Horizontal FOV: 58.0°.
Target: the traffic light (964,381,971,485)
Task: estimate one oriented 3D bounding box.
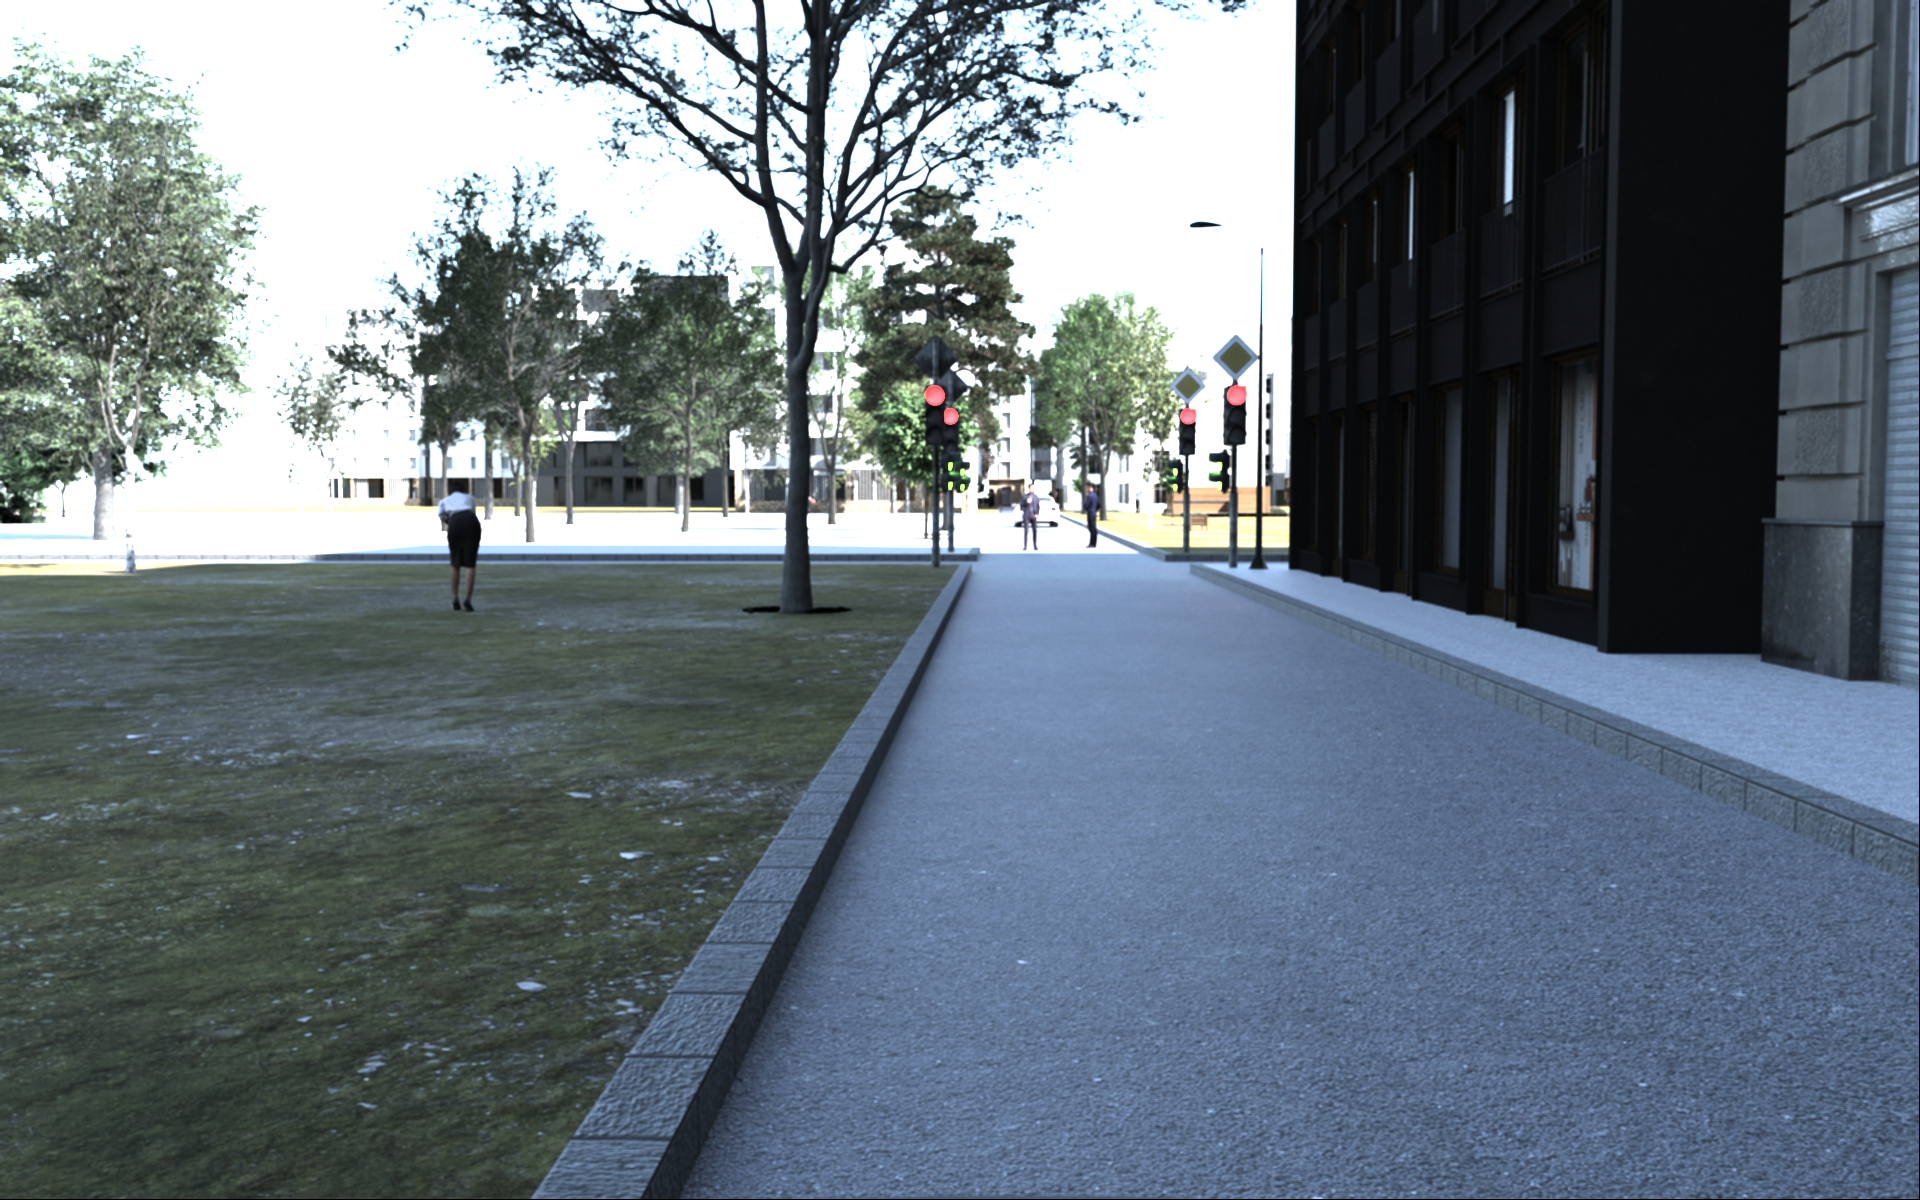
[{"bbox_3d":[-0.183,-2.998,38.257,0.839,4.213,0.868,0,4,2],"label":"traffic light"}]

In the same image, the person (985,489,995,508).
[{"bbox_3d":[2.802,-9.589,163.525,1.217,1.736,0.721,2,4,29],"label":"person"}]

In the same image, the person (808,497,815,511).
[{"bbox_3d":[-4.141,-2.442,46.417,0.568,1.767,0.683,-2,4,-33],"label":"person"}]

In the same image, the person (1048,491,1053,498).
[{"bbox_3d":[9.402,-10.575,180.413,0.415,1.643,0.593,2,4,34],"label":"person"}]

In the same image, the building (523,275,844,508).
[{"bbox_3d":[-25.816,-20.286,175.655,32.646,21.610,27.936,0,4,2],"label":"building"}]

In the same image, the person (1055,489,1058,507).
[{"bbox_3d":[8.215,-8.649,148.159,0.721,1.736,1.217,0,4,7],"label":"person"}]

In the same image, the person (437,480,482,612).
[{"bbox_3d":[-5.501,-0.607,19.150,0.799,1.438,0.628,3,4,38],"label":"person"}]

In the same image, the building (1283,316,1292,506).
[{"bbox_3d":[40.671,-19.823,180.520,11.380,20.091,16.016,0,4,2],"label":"building"}]

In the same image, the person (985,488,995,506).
[{"bbox_3d":[3.164,-10.601,179.003,0.705,1.869,1.348,-3,5,-45],"label":"person"}]

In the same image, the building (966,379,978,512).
[{"bbox_3d":[-3.012,-12.080,139.654,9.099,9.664,28.070,0,4,2],"label":"building"}]

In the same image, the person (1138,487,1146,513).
[{"bbox_3d":[12.205,-6.675,115.850,0.551,1.740,0.621,0,4,-5],"label":"person"}]

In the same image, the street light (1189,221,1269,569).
[{"bbox_3d":[4.589,-3.489,29.588,1.470,5.913,1.316,0,4,2],"label":"street light"}]

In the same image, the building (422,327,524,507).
[{"bbox_3d":[-47.948,-19.961,182.774,11.380,20.091,16.016,0,4,2],"label":"building"}]

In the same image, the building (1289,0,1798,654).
[{"bbox_3d":[11.559,-11.696,20.902,12.332,23.373,15.834,0,4,2],"label":"building"}]

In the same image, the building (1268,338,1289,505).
[{"bbox_3d":[36.167,-20.707,205.011,31.486,18.905,16.747,0,4,2],"label":"building"}]

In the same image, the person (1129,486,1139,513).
[{"bbox_3d":[12.001,-6.811,117.391,1.348,1.826,0.705,-3,5,-41],"label":"person"}]

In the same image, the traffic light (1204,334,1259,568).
[{"bbox_3d":[4.755,-2.502,30.148,0.839,4.213,0.868,0,4,2],"label":"traffic light"}]

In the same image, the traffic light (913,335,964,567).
[{"bbox_3d":[-0.405,-2.510,30.275,0.839,4.213,0.868,0,4,2],"label":"traffic light"}]

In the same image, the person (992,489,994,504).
[{"bbox_3d":[3.431,-10.765,182.179,0.705,1.807,1.348,0,4,-4],"label":"person"}]

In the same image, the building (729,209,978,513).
[{"bbox_3d":[-7.046,-16.092,119.529,16.016,20.091,11.380,0,4,2],"label":"building"}]

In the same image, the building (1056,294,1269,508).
[{"bbox_3d":[17.769,-18.053,161.620,16.747,18.905,31.486,0,4,2],"label":"building"}]

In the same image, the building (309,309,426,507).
[{"bbox_3d":[-60.023,-19.976,183.027,11.380,20.091,16.016,0,4,2],"label":"building"}]

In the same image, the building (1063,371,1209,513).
[{"bbox_3d":[12.766,-11.631,132.307,9.099,9.664,28.070,0,4,2],"label":"building"}]

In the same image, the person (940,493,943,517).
[{"bbox_3d":[-0.984,-5.614,98.364,0.750,1.759,0.617,3,5,42],"label":"person"}]

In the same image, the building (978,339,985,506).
[{"bbox_3d":[-6.043,-18.513,159.114,16.016,20.091,11.380,0,4,2],"label":"building"}]

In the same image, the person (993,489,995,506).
[{"bbox_3d":[3.520,-11.042,186.535,0.705,1.831,1.348,-1,4,-22],"label":"person"}]

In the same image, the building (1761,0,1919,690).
[{"bbox_3d":[11.430,-12.411,0.179,12.463,27.353,25.104,0,4,2],"label":"building"}]

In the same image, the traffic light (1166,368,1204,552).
[{"bbox_3d":[4.977,-2.990,38.130,0.839,4.213,0.868,0,4,2],"label":"traffic light"}]

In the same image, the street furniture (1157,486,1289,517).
[{"bbox_3d":[16.232,-5.759,101.006,9.812,1.723,11.010,0,4,-4],"label":"street furniture"}]

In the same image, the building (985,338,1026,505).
[{"bbox_3d":[2.065,-21.387,206.090,11.380,20.091,16.016,0,4,2],"label":"building"}]

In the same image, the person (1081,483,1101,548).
[{"bbox_3d":[3.438,-2.251,46.016,0.504,1.737,0.576,1,4,18],"label":"person"}]

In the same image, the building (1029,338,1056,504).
[{"bbox_3d":[13.981,-21.319,204.984,11.380,20.091,16.016,0,4,2],"label":"building"}]
